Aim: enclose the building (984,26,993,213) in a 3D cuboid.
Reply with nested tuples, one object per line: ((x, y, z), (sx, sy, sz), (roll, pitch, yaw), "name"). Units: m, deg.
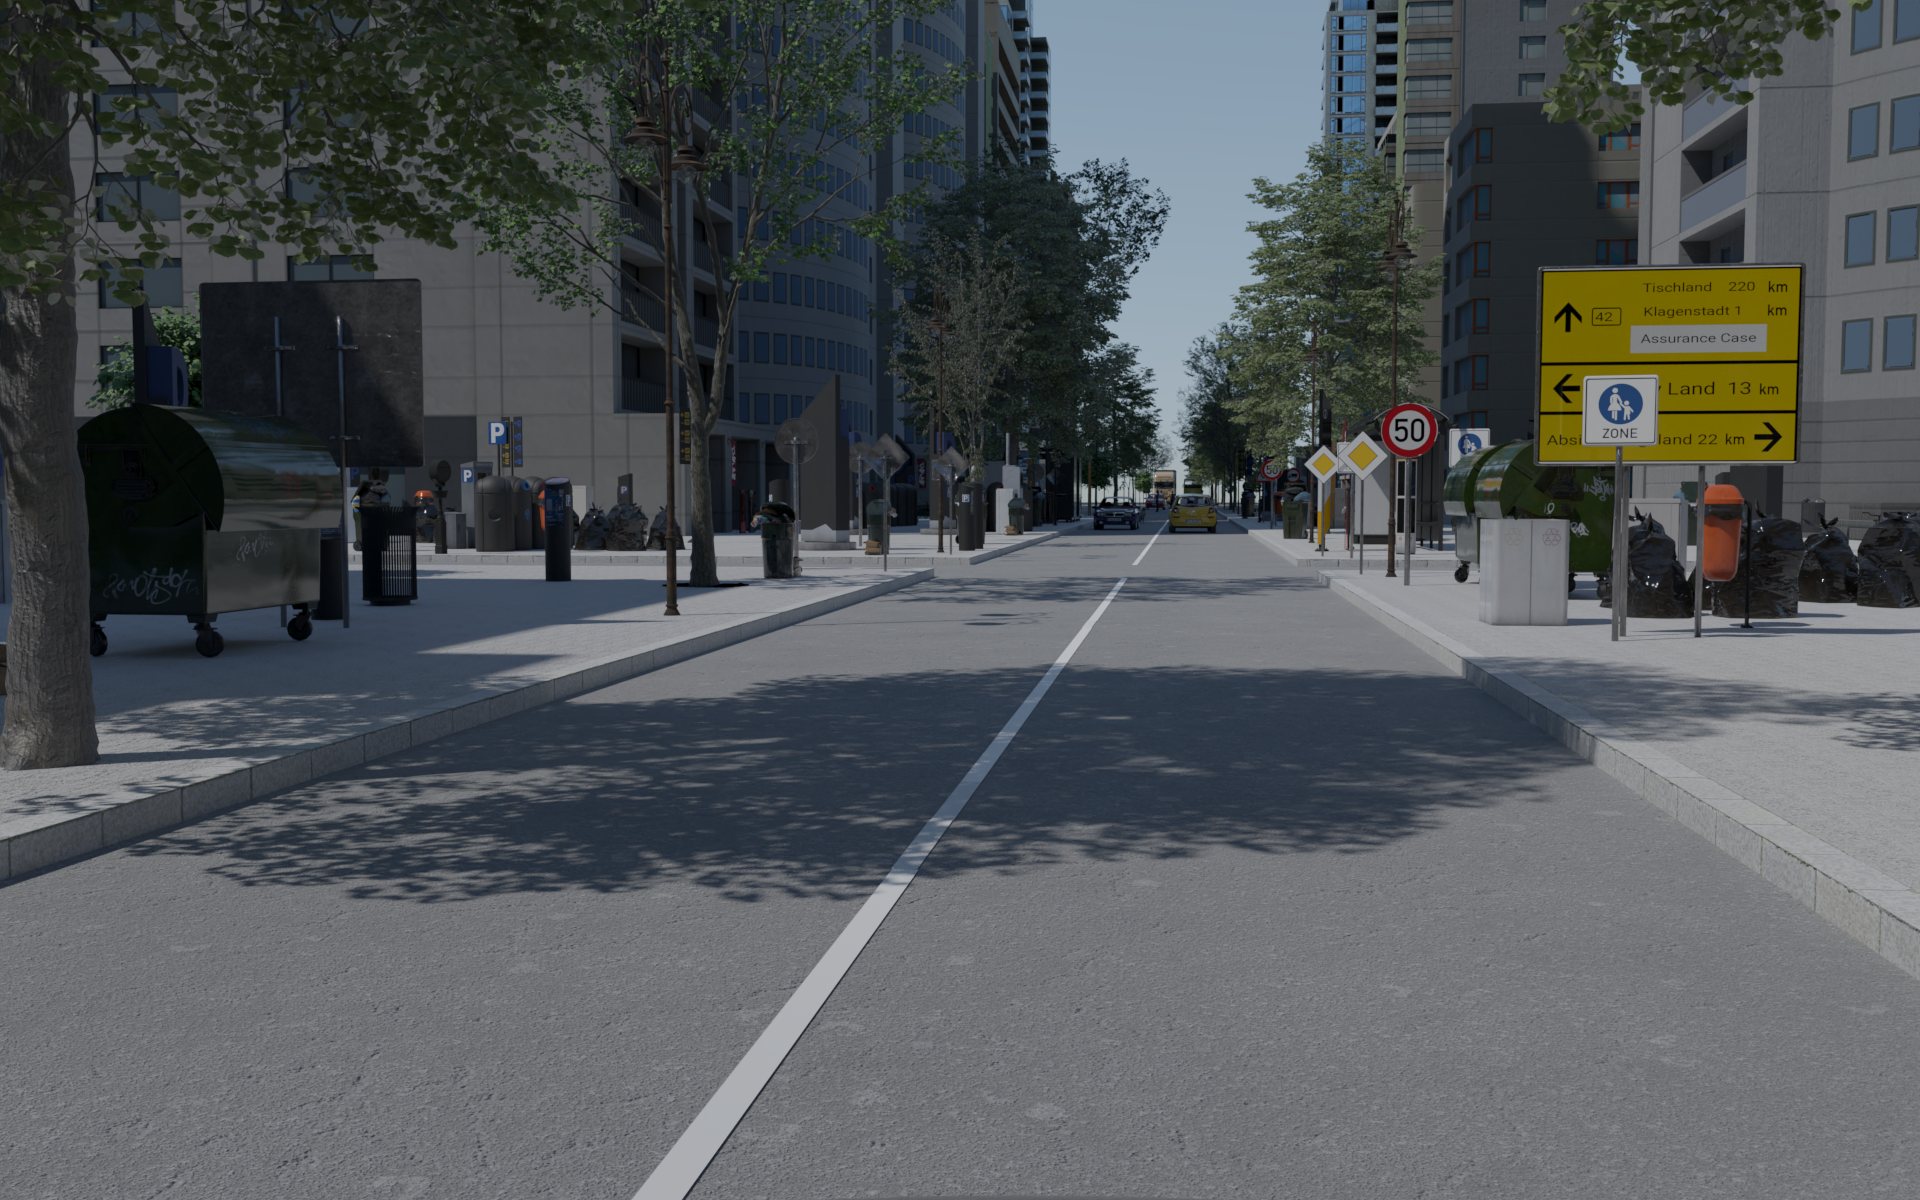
((-4.964, -28.403, 147.983), (14.154, 41.232, 14.086), (0, 4, 7), "building")

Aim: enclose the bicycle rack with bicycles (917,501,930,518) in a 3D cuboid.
((-1.209, -5.762, 107.597), (2.925, 0.926, 2.852), (2, 4, 32), "bicycle rack with bicycles")

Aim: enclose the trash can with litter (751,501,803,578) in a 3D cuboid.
((-2.780, -0.930, 26.588), (0.624, 1.170, 1.055), (1, 4, 8), "trash can with litter")

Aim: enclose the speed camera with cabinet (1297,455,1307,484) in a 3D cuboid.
((16.407, -5.674, 87.110), (2.038, 3.252, 0.660), (1, 4, 14), "speed camera with cabinet")

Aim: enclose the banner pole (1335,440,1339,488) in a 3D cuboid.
((17.129, -5.470, 79.455), (0.863, 3.779, 0.401), (-2, 4, -35), "banner pole")

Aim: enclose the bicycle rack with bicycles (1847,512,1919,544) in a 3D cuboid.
((19.472, -1.348, 35.428), (2.852, 0.926, 2.925), (1, 4, 14), "bicycle rack with bicycles")

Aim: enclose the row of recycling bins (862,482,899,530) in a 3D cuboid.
((-3.462, -3.122, 58.164), (1.069, 1.692, 3.534), (2, 4, 27), "row of recycling bins")

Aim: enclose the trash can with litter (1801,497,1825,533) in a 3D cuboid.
((20.451, -1.919, 42.438), (2.233, 1.210, 1.678), (1, 4, 20), "trash can with litter")

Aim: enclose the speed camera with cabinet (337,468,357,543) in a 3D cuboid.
((-16.345, -3.152, 45.876), (0.660, 3.252, 2.038), (-2, 4, -31), "speed camera with cabinet")

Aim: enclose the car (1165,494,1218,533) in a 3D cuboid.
((8.694, -3.347, 64.939), (2.015, 1.641, 3.980), (0, 4, 6), "car")

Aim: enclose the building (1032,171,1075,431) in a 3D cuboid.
((8.800, -36.341, 244.280), (14.600, 45.320, 14.200), (0, 4, 7), "building")

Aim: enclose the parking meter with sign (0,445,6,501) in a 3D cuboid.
((-32.107, -3.686, 56.533), (0.543, 3.016, 1.738), (1, 4, 13), "parking meter with sign")

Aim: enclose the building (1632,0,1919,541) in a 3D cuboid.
((37.580, -31.174, 51.692), (28.212, 58.520, 21.231), (0, 4, 7), "building")

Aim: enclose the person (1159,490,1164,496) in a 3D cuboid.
((20.406, -10.204, 175.198), (0.709, 1.838, 0.599), (2, 4, 28), "person")

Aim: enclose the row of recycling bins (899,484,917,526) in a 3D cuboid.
((-2.496, -3.816, 69.507), (1.069, 1.692, 3.534), (1, 4, 16), "row of recycling bins")

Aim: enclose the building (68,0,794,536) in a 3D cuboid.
((-17.117, -38.147, 61.949), (20.563, 71.187, 20.611), (0, 4, 7), "building")

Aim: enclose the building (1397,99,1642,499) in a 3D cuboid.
((38.252, -14.955, 89.557), (27.650, 21.520, 28.899), (0, 4, 7), "building")

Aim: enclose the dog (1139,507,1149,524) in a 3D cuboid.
((8.723, -4.107, 83.994), (0.513, 0.831, 0.800), (-2, 4, -24), "dog")

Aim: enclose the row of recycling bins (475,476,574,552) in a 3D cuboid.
((-10.038, -2.003, 39.858), (1.069, 1.692, 3.534), (1, 4, 16), "row of recycling bins")

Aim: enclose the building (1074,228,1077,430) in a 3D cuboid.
((10.116, -35.179, 258.770), (14.154, 41.232, 14.086), (0, 4, 7), "building")

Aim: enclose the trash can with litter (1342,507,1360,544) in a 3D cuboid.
((10.432, -2.036, 44.681), (1.055, 1.170, 0.624), (-1, 4, -14), "trash can with litter")

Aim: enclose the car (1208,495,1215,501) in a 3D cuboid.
((18.032, -7.186, 129.498), (2.014, 1.417, 4.499), (0, 4, 8), "car")

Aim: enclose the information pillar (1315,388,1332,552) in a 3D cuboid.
((8.135, -2.893, 38.655), (0.183, 3.616, 0.504), (3, 4, 37), "information pillar")

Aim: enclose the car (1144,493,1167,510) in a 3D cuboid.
((17.884, -9.128, 158.284), (2.155, 1.783, 4.494), (1, 4, 8), "car")

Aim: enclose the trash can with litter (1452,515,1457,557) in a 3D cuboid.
((10.388, -1.430, 34.768), (0.624, 1.170, 1.055), (-2, 4, -27), "trash can with litter")

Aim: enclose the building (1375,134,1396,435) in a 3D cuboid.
((40.885, -22.587, 141.001), (14.160, 30.474, 14.107), (0, 4, 7), "building")

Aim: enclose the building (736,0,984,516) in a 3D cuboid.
((-10.281, -35.771, 126.862), (21.231, 58.520, 28.212), (0, 4, 7), "building")

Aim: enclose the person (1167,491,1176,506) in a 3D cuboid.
((19.940, -9.363, 162.303), (1.217, 1.735, 0.721), (0, 4, -8), "person")

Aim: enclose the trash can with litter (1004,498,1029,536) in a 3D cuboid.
((1.743, -2.592, 53.764), (0.624, 1.170, 1.055), (1, 4, 16), "trash can with litter")

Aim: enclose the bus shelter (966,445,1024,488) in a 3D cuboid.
((1.415, -4.799, 72.385), (2.014, 3.302, 5.546), (0, 4, 7), "bus shelter")

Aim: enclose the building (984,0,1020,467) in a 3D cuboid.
((-5.860, -33.185, 166.275), (21.300, 48.544, 21.600), (0, 4, 7), "building")

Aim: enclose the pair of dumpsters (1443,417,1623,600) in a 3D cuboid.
((7.511, -1.247, 22.881), (1.574, 2.255, 4.437), (0, 4, 7), "pair of dumpsters")

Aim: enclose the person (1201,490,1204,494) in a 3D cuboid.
((22.905, -9.485, 163.576), (0.705, 1.824, 1.348), (-1, 4, -10), "person")

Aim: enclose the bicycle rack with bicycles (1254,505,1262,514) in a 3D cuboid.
((18.840, -5.580, 104.619), (2.925, 0.926, 2.852), (2, 4, 23), "bicycle rack with bicycles")

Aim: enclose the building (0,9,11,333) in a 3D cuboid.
((-55.071, -23.119, 69.879), (23.993, 40.220, 32.217), (0, 4, 7), "building")

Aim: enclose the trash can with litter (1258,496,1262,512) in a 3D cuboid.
((19.445, -6.013, 109.699), (1.055, 1.170, 0.624), (-1, 4, -15), "trash can with litter")

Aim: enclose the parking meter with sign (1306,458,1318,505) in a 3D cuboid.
((18.335, -5.669, 88.947), (1.738, 3.016, 0.543), (1, 4, 18), "parking meter with sign")

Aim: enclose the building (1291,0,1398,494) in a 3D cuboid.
((55.635, -55.764, 224.415), (22.319, 86.520, 31.000), (0, 4, 7), "building")

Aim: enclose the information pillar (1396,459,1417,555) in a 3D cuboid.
((9.449, -1.968, 36.664), (0.304, 2.012, 0.304), (-2, 4, -27), "information pillar")

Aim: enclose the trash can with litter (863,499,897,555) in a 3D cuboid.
((-1.710, -1.549, 36.711), (0.624, 1.170, 1.055), (0, 4, 6), "trash can with litter")

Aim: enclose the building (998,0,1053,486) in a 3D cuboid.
((1.424, -55.570, 221.239), (22.319, 86.520, 31.000), (0, 4, 7), "building")

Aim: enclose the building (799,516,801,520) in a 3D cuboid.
((-15.731, -33.809, 94.783), (21.231, 58.520, 28.212), (0, 4, 7), "building")

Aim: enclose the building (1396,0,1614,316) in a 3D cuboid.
((38.774, -27.092, 126.541), (14.154, 41.232, 14.086), (0, 4, 7), "building")

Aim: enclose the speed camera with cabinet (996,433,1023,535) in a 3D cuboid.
((1.606, -3.738, 55.459), (0.660, 3.252, 2.038), (1, 4, 11), "speed camera with cabinet")

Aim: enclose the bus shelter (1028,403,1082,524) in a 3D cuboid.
((4.396, -6.171, 78.536), (2.179, 5.291, 8.768), (0, 4, 7), "bus shelter")

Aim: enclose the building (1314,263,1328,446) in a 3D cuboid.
((64.638, -34.278, 252.328), (32.217, 40.220, 23.993), (0, 4, 7), "building")

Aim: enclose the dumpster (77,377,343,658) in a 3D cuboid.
((-6.278, -0.725, 14.353), (1.502, 2.255, 1.985), (0, 4, 8), "dumpster")

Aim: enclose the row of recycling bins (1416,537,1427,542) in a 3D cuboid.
((12.501, -2.518, 48.279), (1.069, 1.692, 3.534), (1, 4, 19), "row of recycling bins")

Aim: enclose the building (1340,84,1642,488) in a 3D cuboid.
((51.905, -28.542, 158.537), (32.217, 40.220, 23.993), (0, 4, 7), "building")

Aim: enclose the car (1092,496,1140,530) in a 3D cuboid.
((6.364, -3.528, 70.262), (1.945, 1.354, 3.894), (1, 4, 8), "car")

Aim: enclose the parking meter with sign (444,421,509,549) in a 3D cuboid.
((-11.450, -2.735, 40.979), (0.543, 3.016, 1.738), (2, 4, 25), "parking meter with sign")

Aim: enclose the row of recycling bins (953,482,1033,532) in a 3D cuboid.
((0.868, -3.158, 58.751), (3.534, 1.692, 1.069), (-2, 4, -32), "row of recycling bins")

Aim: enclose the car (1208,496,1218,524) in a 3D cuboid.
((11.529, -4.355, 83.781), (1.945, 1.354, 3.894), (0, 4, 6), "car")

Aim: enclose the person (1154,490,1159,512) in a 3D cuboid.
((15.604, -7.856, 137.666), (0.721, 1.735, 1.217), (0, 4, -7), "person")

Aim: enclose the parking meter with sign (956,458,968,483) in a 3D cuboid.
((-0.154, -4.774, 74.323), (0.543, 3.016, 1.738), (3, 5, 42), "parking meter with sign")
